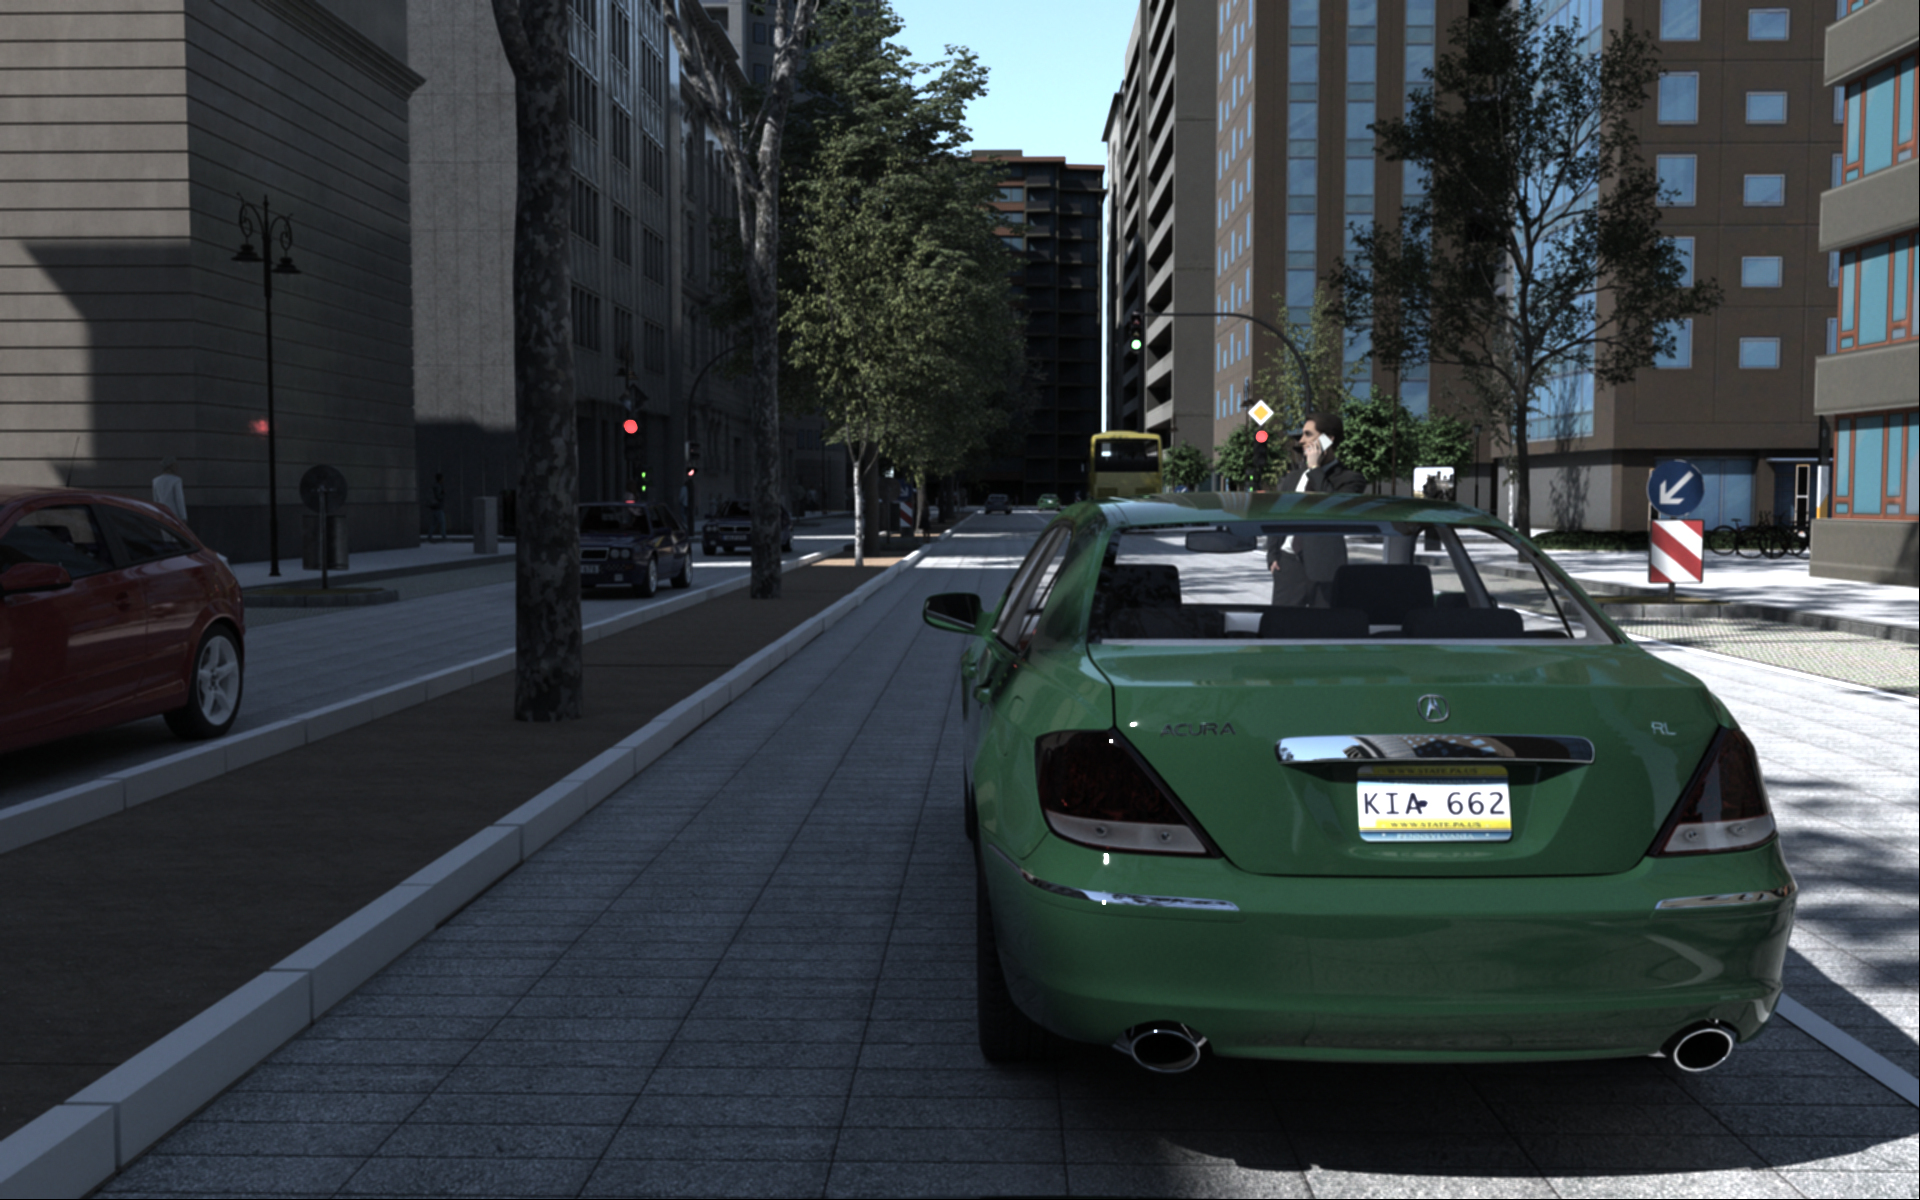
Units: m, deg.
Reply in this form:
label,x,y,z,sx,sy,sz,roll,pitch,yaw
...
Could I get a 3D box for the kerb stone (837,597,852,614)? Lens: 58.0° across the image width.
label,x,y,z,sx,sy,sz,roll,pitch,yaw
kerb stone,-1.413,0.103,20.578,0.120,0.150,1.000,0,4,1

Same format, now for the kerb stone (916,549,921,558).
label,x,y,z,sx,sy,sz,roll,pitch,yaw
kerb stone,-0.986,-0.966,37.995,0.120,0.150,1.000,0,4,1

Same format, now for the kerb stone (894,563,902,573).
label,x,y,z,sx,sy,sz,roll,pitch,yaw
kerb stone,-1.172,-0.524,30.832,0.120,0.150,1.000,0,4,1

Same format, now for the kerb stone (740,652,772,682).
label,x,y,z,sx,sy,sz,roll,pitch,yaw
kerb stone,-1.602,0.539,13.387,0.120,0.150,1.000,0,4,1

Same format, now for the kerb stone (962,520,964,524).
label,x,y,z,sx,sy,sz,roll,pitch,yaw
kerb stone,0.002,-3.383,77.507,0.120,0.150,1.000,0,4,1

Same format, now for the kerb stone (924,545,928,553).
label,x,y,z,sx,sy,sz,roll,pitch,yaw
kerb stone,-0.909,-1.154,41.067,0.120,0.150,1.000,0,4,1

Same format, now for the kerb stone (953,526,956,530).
label,x,y,z,sx,sy,sz,roll,pitch,yaw
kerb stone,-0.330,-2.568,64.187,0.120,0.150,1.000,0,4,1

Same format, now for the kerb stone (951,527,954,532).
label,x,y,z,sx,sy,sz,roll,pitch,yaw
kerb stone,-0.379,-2.443,62.134,0.120,0.150,1.000,0,4,1

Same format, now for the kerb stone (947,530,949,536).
label,x,y,z,sx,sy,sz,roll,pitch,yaw
kerb stone,-0.506,-2.129,57.004,0.120,0.150,1.000,0,4,1

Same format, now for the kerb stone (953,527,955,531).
label,x,y,z,sx,sy,sz,roll,pitch,yaw
kerb stone,-0.358,-2.506,63.163,0.120,0.150,1.000,0,4,1

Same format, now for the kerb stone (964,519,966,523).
label,x,y,z,sx,sy,sz,roll,pitch,yaw
kerb stone,0.082,-3.570,80.587,0.120,0.150,1.000,0,4,1

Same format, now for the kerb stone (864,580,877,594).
label,x,y,z,sx,sy,sz,roll,pitch,yaw
kerb stone,-1.317,-0.152,24.686,0.120,0.150,1.000,0,4,1

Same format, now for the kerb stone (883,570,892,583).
label,x,y,z,sx,sy,sz,roll,pitch,yaw
kerb stone,-1.231,-0.340,27.759,0.120,0.150,1.000,0,4,1

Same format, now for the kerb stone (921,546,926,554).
label,x,y,z,sx,sy,sz,roll,pitch,yaw
kerb stone,-0.928,-1.092,40.044,0.120,0.150,1.000,0,4,1

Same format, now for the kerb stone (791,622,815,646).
label,x,y,z,sx,sy,sz,roll,pitch,yaw
kerb stone,-1.522,0.350,16.474,0.120,0.150,1.000,0,4,1

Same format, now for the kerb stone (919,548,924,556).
label,x,y,z,sx,sy,sz,roll,pitch,yaw
kerb stone,-0.954,-1.027,39.016,0.120,0.150,1.000,0,4,1

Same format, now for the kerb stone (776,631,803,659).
label,x,y,z,sx,sy,sz,roll,pitch,yaw
kerb stone,-1.541,0.413,15.446,0.120,0.150,1.000,0,4,1

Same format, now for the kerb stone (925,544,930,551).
label,x,y,z,sx,sy,sz,roll,pitch,yaw
kerb stone,-0.876,-1.217,42.098,0.120,0.150,1.000,0,4,1

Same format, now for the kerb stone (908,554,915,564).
label,x,y,z,sx,sy,sz,roll,pitch,yaw
kerb stone,-1.054,-0.779,34.927,0.120,0.150,1.000,0,4,1

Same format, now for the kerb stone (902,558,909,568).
label,x,y,z,sx,sy,sz,roll,pitch,yaw
kerb stone,-1.104,-0.653,32.875,0.120,0.150,1.000,0,4,1

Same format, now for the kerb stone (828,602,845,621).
label,x,y,z,sx,sy,sz,roll,pitch,yaw
kerb stone,-1.439,0.162,19.552,0.120,0.150,1.000,0,4,1

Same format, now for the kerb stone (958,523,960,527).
label,x,y,z,sx,sy,sz,roll,pitch,yaw
kerb stone,-0.176,-2.944,70.333,0.120,0.150,1.000,0,4,1

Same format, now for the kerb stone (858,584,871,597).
label,x,y,z,sx,sy,sz,roll,pitch,yaw
kerb stone,-1.343,-0.090,23.664,0.120,0.150,1.000,0,4,1

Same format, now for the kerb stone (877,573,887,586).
label,x,y,z,sx,sy,sz,roll,pitch,yaw
kerb stone,-1.265,-0.277,26.735,0.120,0.150,1.000,0,4,1

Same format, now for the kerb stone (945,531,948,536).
label,x,y,z,sx,sy,sz,roll,pitch,yaw
kerb stone,-0.544,-2.063,55.972,0.120,0.150,1.000,0,4,1

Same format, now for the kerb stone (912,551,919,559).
label,x,y,z,sx,sy,sz,roll,pitch,yaw
kerb stone,-1.008,-0.900,36.973,0.120,0.150,1.000,0,4,1

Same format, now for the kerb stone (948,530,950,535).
label,x,y,z,sx,sy,sz,roll,pitch,yaw
kerb stone,-0.484,-2.192,58.026,0.120,0.150,1.000,0,4,1

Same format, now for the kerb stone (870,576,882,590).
label,x,y,z,sx,sy,sz,roll,pitch,yaw
kerb stone,-1.293,-0.215,25.707,0.120,0.150,1.000,0,4,1

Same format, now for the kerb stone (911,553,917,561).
label,x,y,z,sx,sy,sz,roll,pitch,yaw
kerb stone,-1.029,-0.841,35.948,0.120,0.150,1.000,0,4,1

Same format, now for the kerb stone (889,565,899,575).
label,x,y,z,sx,sy,sz,roll,pitch,yaw
kerb stone,-1.187,-0.462,29.807,0.120,0.150,1.000,0,4,1

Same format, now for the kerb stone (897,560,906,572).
label,x,y,z,sx,sy,sz,roll,pitch,yaw
kerb stone,-1.127,-0.591,31.854,0.120,0.150,1.000,0,4,1

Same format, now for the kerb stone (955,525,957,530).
label,x,y,z,sx,sy,sz,roll,pitch,yaw
kerb stone,-0.278,-2.694,66.235,0.120,0.150,1.000,0,4,1

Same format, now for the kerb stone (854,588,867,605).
label,x,y,z,sx,sy,sz,roll,pitch,yaw
kerb stone,-1.355,-0.020,22.642,0.120,0.150,1.000,0,4,1

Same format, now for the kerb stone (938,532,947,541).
label,x,y,z,sx,sy,sz,roll,pitch,yaw
kerb stone,-0.554,-2.001,54.947,0.120,0.150,1.000,0,4,1

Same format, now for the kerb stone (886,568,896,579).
label,x,y,z,sx,sy,sz,roll,pitch,yaw
kerb stone,-1.203,-0.396,28.786,0.120,0.150,1.000,0,4,1

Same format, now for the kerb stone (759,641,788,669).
label,x,y,z,sx,sy,sz,roll,pitch,yaw
kerb stone,-1.574,0.476,14.409,0.120,0.150,1.000,0,4,1

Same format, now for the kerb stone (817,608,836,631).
label,x,y,z,sx,sy,sz,roll,pitch,yaw
kerb stone,-1.459,0.225,18.520,0.120,0.150,1.000,0,4,1

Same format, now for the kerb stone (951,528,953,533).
label,x,y,z,sx,sy,sz,roll,pitch,yaw
kerb stone,-0.399,-2.379,61.107,0.120,0.150,1.000,0,4,1

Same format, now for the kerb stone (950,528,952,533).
label,x,y,z,sx,sy,sz,roll,pitch,yaw
kerb stone,-0.434,-2.314,60.082,0.120,0.150,1.000,0,4,1

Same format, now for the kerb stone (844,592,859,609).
label,x,y,z,sx,sy,sz,roll,pitch,yaw
kerb stone,-1.392,0.036,21.613,0.120,0.150,1.000,0,4,1

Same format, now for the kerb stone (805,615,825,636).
label,x,y,z,sx,sy,sz,roll,pitch,yaw
kerb stone,-1.501,0.287,17.496,0.120,0.150,1.000,0,4,1

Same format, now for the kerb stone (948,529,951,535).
label,x,y,z,sx,sy,sz,roll,pitch,yaw
kerb stone,-0.458,-2.254,59.050,0.120,0.150,1.000,0,4,1

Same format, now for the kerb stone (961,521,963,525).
label,x,y,z,sx,sy,sz,roll,pitch,yaw
kerb stone,-0.050,-3.258,75.458,0.120,0.150,1.000,0,4,1

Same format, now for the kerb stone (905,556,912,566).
label,x,y,z,sx,sy,sz,roll,pitch,yaw
kerb stone,-1.079,-0.716,33.900,0.120,0.150,1.000,0,4,1

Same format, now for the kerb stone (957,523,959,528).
label,x,y,z,sx,sy,sz,roll,pitch,yaw
kerb stone,-0.206,-2.882,69.311,0.120,0.150,1.000,0,4,1

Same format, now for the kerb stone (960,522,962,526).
label,x,y,z,sx,sy,sz,roll,pitch,yaw
kerb stone,-0.099,-3.132,73.404,0.120,0.150,1.000,0,4,1
